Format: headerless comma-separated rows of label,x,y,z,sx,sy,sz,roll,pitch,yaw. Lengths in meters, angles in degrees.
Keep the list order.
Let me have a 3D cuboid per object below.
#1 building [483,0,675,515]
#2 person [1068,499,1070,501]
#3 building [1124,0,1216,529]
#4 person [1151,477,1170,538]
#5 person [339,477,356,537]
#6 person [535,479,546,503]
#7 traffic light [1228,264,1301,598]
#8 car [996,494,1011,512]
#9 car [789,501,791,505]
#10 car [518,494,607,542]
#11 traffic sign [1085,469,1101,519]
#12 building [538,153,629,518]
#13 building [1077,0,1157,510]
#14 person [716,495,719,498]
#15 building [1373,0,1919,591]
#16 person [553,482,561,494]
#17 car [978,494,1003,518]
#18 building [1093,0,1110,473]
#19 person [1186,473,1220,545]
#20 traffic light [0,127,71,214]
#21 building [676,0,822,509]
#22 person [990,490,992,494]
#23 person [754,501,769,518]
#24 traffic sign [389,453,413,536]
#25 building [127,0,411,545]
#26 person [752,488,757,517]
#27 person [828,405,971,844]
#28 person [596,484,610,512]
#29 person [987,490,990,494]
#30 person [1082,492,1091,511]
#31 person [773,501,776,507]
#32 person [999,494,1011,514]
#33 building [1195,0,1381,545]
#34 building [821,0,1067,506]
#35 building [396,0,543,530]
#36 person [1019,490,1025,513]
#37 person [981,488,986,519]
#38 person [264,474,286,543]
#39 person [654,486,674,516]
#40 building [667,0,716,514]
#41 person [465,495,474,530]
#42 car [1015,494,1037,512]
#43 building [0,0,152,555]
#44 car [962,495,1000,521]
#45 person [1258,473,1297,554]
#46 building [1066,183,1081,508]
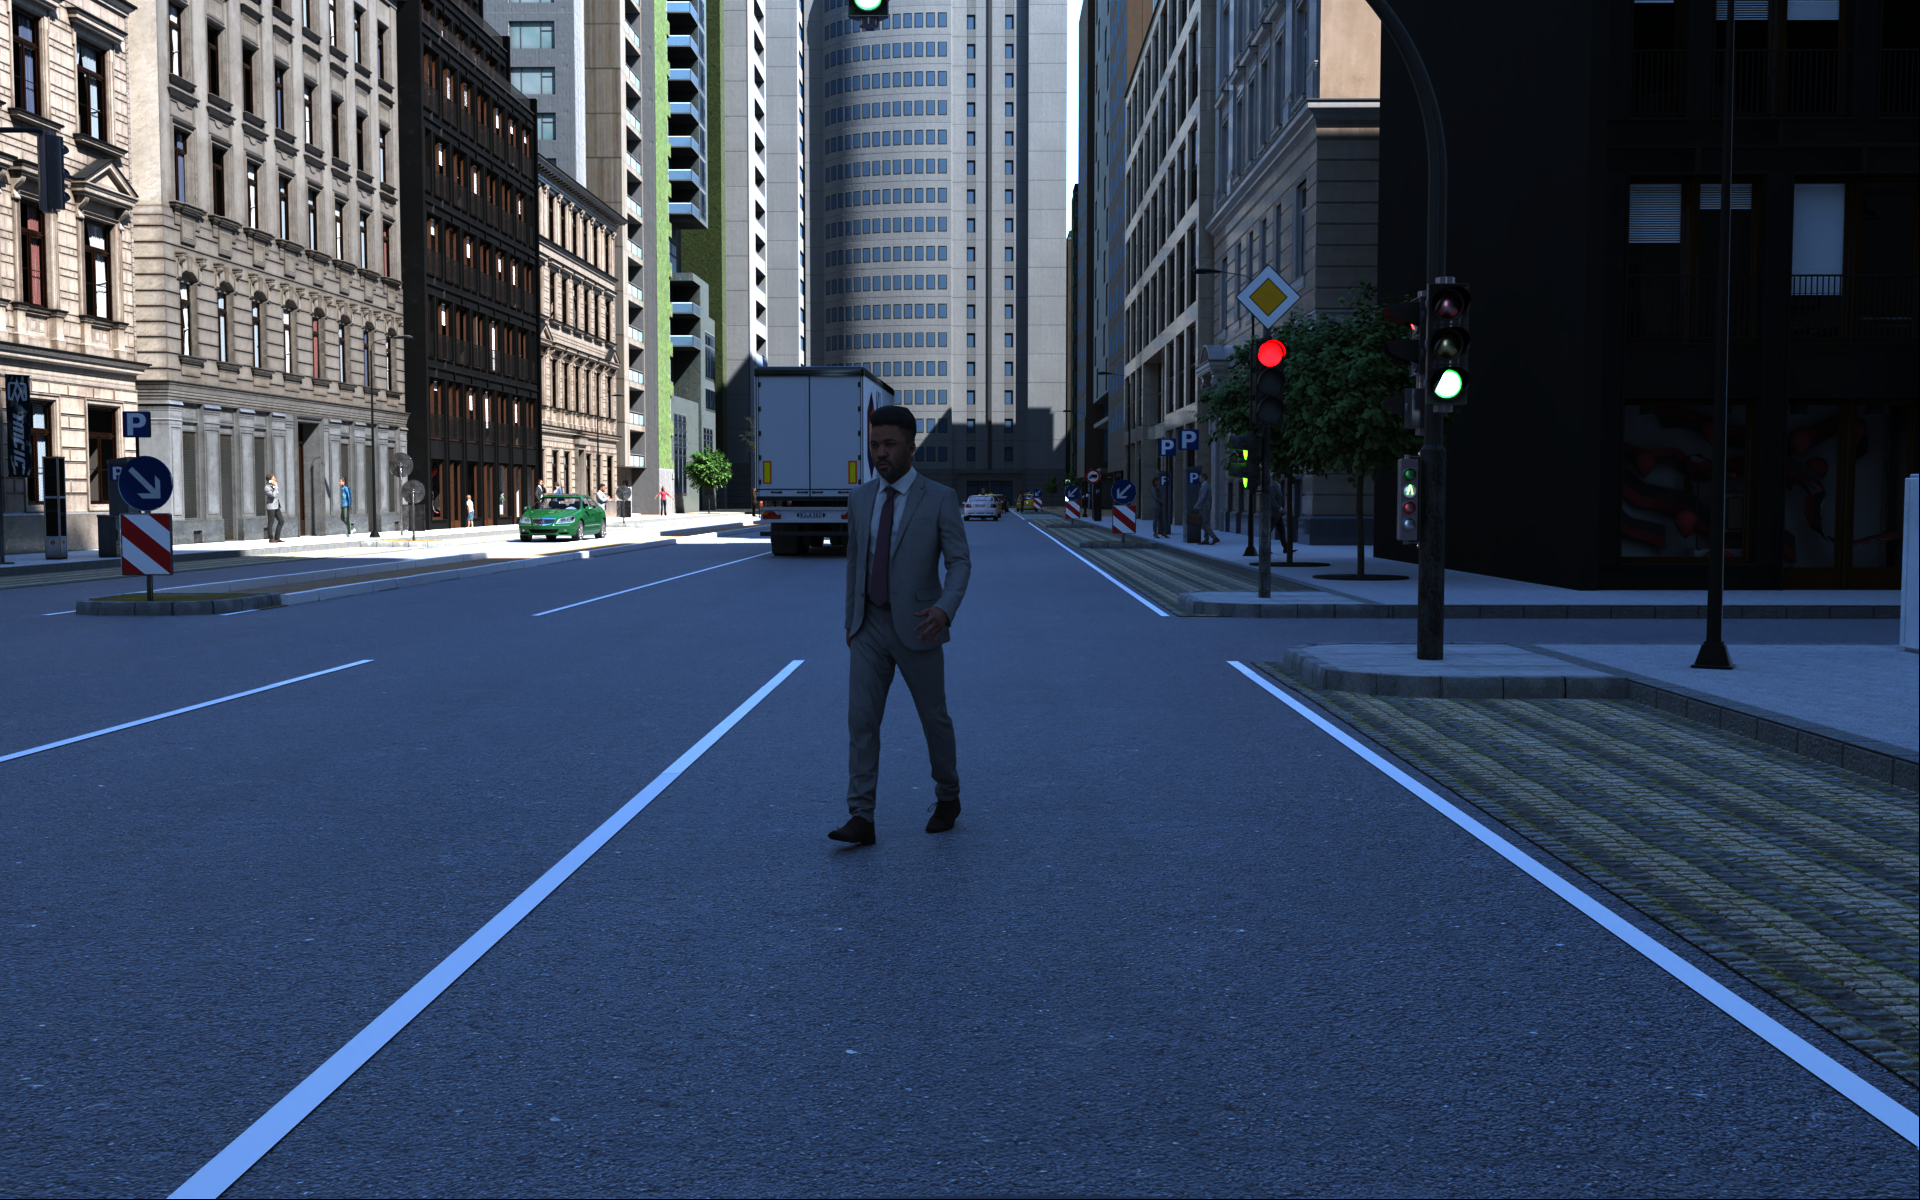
building,-25.569,-25.708,103.925,14.154,41.232,14.086,0,4,1
person,11.214,-10.288,176.799,0.705,1.814,1.350,-2,4,-24
building,18.497,-16.804,79.261,19.350,26.468,34.151,0,4,1
person,5.841,-2.696,50.390,0.573,1.790,0.520,0,4,2
person,-18.356,-2.784,51.905,0.444,1.785,0.601,-1,4,-18
person,-17.630,-4.126,72.873,0.474,1.900,0.648,-1,4,-11
traffic light,3.756,-1.984,21.365,0.839,4.253,0.868,0,4,1
car,3.039,-7.744,138.609,2.014,1.417,4.499,0,4,2
car,-10.624,-6.805,119.931,2.281,1.827,5.304,0,4,1
car,-12.216,-2.546,53.432,2.131,1.459,4.920,0,4,2
traffic sign,6.723,-5.350,87.584,0.768,2.556,0.104,0,4,7
building,-23.652,-13.556,86.274,10.561,19.102,19.286,0,4,1
building,17.395,-30.498,148.748,14.600,45.320,14.200,0,4,1
person,-21.333,-8.725,148.332,1.348,1.869,0.705,-1,4,-12
building,16.221,-12.147,28.285,15.834,23.373,12.332,0,4,1
person,-17.994,-4.374,77.589,0.654,1.822,0.581,-2,4,-30
car,1.649,-5.858,106.006,2.015,1.641,3.980,0,4,0
building,24.110,-32.928,127.605,28.713,52.752,27.495,0,4,1
person,6.174,-2.303,43.823,0.853,1.813,0.709,1,4,14
traffic light,-13.610,-2.874,21.656,4.771,5.953,1.251,0,4,1
building,-30.889,-39.829,193.209,28.212,58.520,21.231,0,4,1
person,2.692,-8.752,151.575,0.705,1.826,1.348,-1,4,-9
person,-12.111,-5.728,105.414,1.065,1.426,0.557,-3,4,-38
traffic sign,-17.153,-3.244,53.143,0.768,2.556,0.104,0,4,2
building,-24.227,-12.387,51.676,9.793,20.994,18.267,0,4,1
person,-13.136,-6.244,110.732,0.705,1.807,1.348,-1,4,-12
person,-0.236,0.098,7.168,0.678,1.792,0.850,2,4,25
person,-12.598,-3.208,61.135,0.466,1.800,0.511,0,4,-3
person,2.649,-9.120,157.621,0.705,1.822,1.348,1,4,10
person,7.770,-5.915,105.945,0.628,1.438,0.799,0,4,-7
person,-13.662,-7.204,129.470,0.628,1.438,0.799,0,4,7
person,3.232,-7.061,127.208,1.065,1.426,0.557,0,4,4
building,15.101,-16.276,52.010,13.634,28.700,20.117,0,4,1
building,-2.696,-39.739,191.732,28.212,58.520,21.231,0,4,1
building,-24.830,-14.615,68.633,12.332,23.373,15.834,0,4,1
person,4.663,-7.227,127.382,0.721,1.743,1.217,1,4,10
person,1.371,-5.444,98.068,0.434,1.755,0.990,1,4,15
person,-18.039,-2.407,45.582,0.473,1.802,0.592,1,4,16
person,-17.651,-5.901,103.248,1.217,1.743,0.721,-2,4,-29
building,-29.579,-49.710,125.430,22.319,86.520,31.000,0,4,1
person,-17.741,-3.175,62.636,0.332,1.250,0.352,-3,5,-44
car,5.426,-7.943,140.098,2.015,1.641,3.980,0,4,2
building,-24.766,-10.298,32.999,10.561,19.102,19.286,0,4,1
car,1.151,-4.999,94.099,2.083,1.381,4.827,0,4,1
person,6.838,-1.880,37.175,0.834,1.777,0.661,0,4,7
building,17.380,-23.953,163.330,14.160,30.474,14.107,0,4,1
